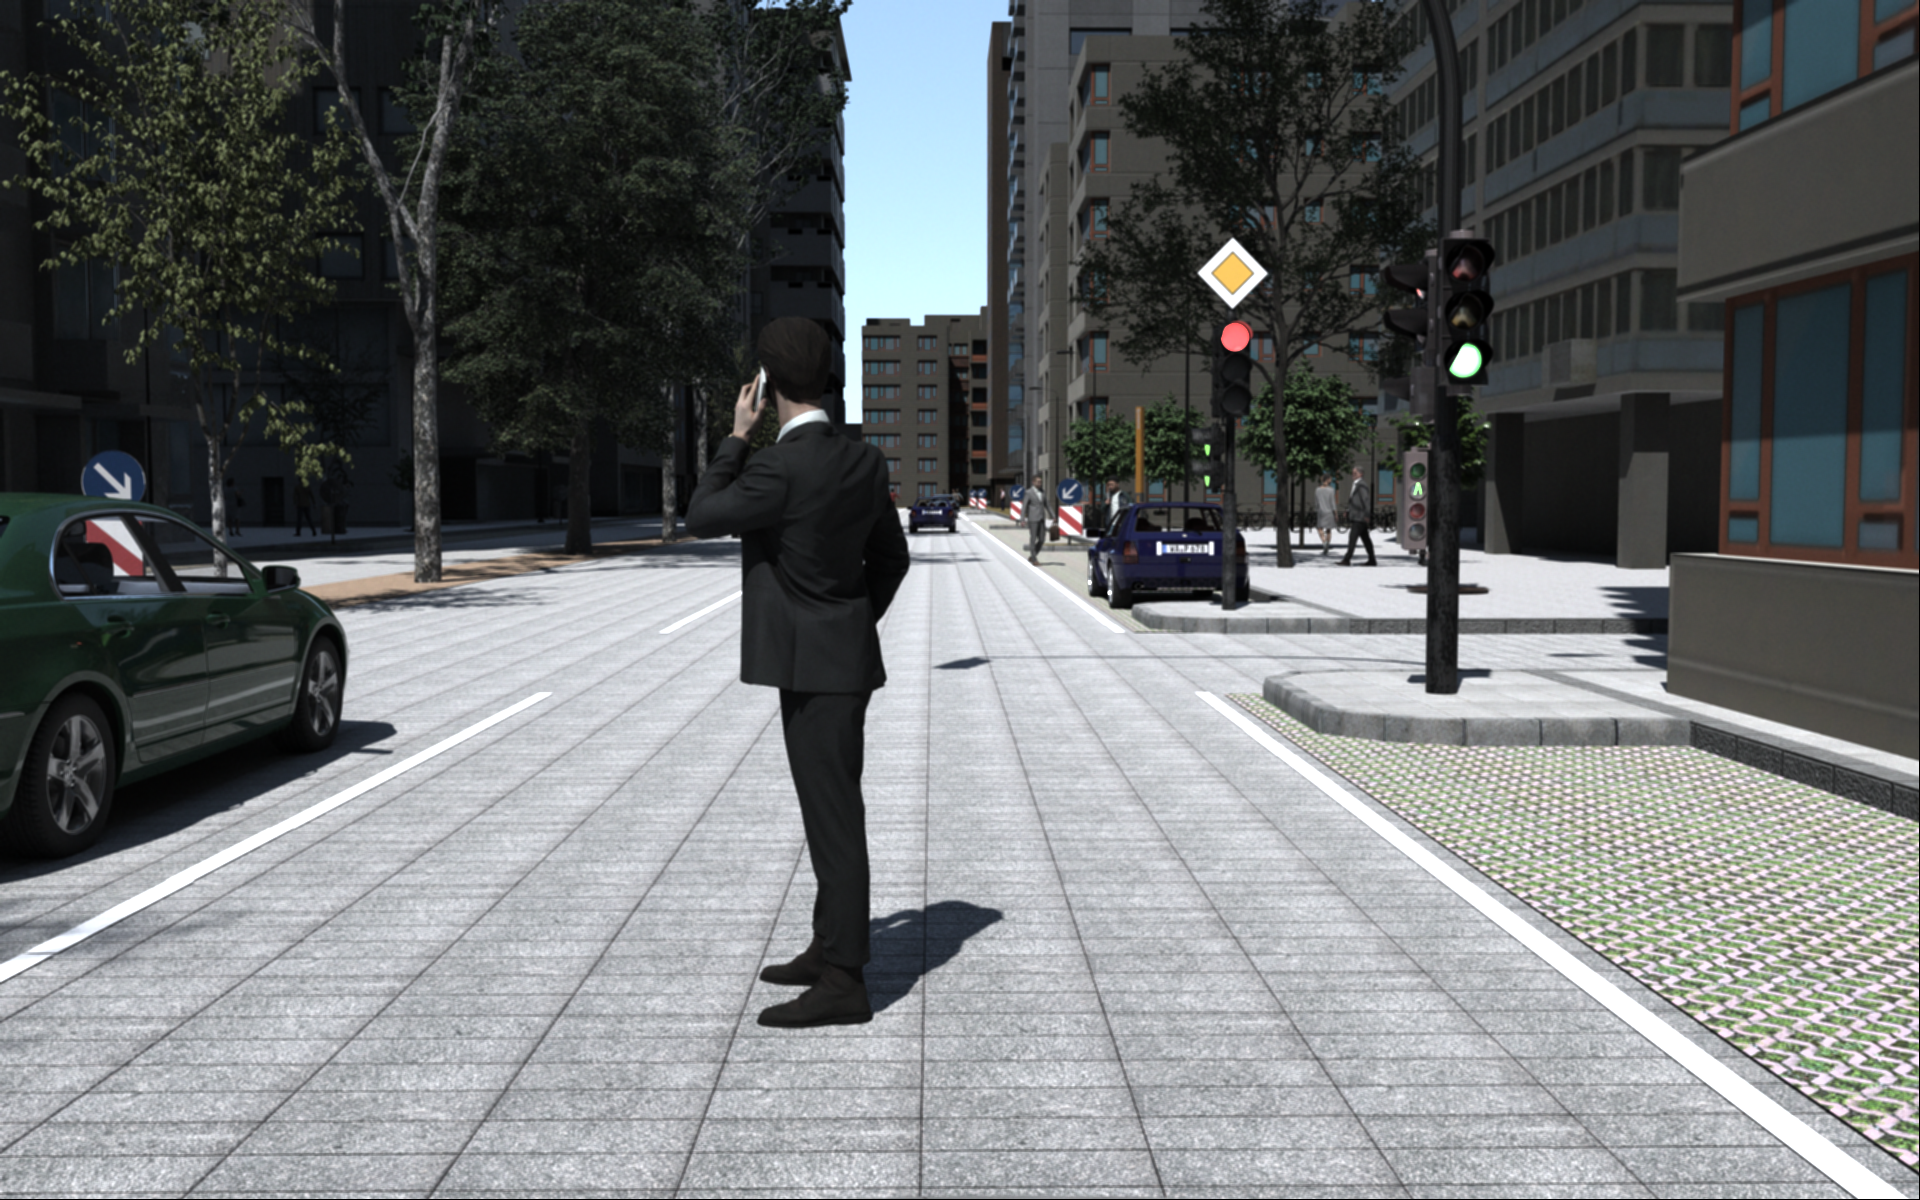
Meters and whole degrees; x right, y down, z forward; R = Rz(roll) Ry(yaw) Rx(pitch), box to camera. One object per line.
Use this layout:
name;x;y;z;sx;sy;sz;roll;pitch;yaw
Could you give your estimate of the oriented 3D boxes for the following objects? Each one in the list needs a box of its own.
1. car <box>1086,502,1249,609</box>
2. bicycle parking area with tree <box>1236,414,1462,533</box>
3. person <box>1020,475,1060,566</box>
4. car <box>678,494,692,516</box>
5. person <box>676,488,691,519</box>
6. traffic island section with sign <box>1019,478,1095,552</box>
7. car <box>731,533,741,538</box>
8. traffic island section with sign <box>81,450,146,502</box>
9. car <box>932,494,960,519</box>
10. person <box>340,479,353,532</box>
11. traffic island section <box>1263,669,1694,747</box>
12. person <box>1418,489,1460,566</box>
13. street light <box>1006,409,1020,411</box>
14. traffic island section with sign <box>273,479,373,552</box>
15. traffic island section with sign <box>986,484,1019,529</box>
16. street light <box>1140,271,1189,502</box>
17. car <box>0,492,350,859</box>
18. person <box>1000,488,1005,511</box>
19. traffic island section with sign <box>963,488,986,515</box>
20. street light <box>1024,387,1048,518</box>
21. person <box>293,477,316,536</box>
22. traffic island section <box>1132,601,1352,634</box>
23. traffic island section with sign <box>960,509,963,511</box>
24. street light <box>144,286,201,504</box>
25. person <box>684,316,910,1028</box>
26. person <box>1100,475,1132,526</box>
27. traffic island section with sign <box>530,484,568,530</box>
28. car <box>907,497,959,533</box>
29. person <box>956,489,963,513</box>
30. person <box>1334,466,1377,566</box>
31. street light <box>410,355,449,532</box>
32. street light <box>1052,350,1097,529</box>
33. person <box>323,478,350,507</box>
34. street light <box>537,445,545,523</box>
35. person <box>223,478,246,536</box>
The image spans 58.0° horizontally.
car;2.685;-0.630;22.888;1.945;1.354;3.894;0;4;-1
bicycle parking area with tree;13.009;-4.512;60.770;8.231;4.147;9.016;-2;4;-33
person;1.550;-1.581;34.462;0.709;1.813;0.853;-3;4;-37
car;-17.119;-6.253;112.016;2.009;1.686;4.222;0;4;0
person;-16.129;-5.678;101.435;1.348;1.812;0.705;1;4;23
traffic island section with sign;2.613;-2.150;43.786;1.989;1.847;2.006;0;4;-1
car;-6.678;-2.918;57.939;2.015;1.641;3.980;0;4;-2
traffic island section with sign;-8.812;-0.644;18.670;2.006;1.907;1.989;0;4;-1
car;-1.013;-5.472;101.475;2.014;1.417;4.499;0;4;-1
person;-20.741;-3.177;58.171;0.592;1.802;0.473;1;4;21
traffic island section;3.121;0.677;11.206;2.009;0.180;2.903;0;4;-1
person;8.462;-1.518;30.636;0.659;1.850;0.755;-3;5;-41
street light;3.194;-7.443;94.235;1.470;5.913;1.316;0;4;-1
traffic island section with sign;-15.908;-2.134;43.511;1.989;1.847;2.006;0;4;-1
traffic island section with sign;2.206;-3.799;70.738;1.989;1.847;2.006;0;4;-1
street light;4.189;-3.885;36.054;1.470;5.913;1.316;0;4;-1
car;-4.424;0.219;8.223;2.131;1.459;4.920;0;4;-1
person;3.210;-7.644;131.957;0.436;1.711;0.756;1;4;13
traffic island section with sign;1.425;-6.909;121.592;1.989;1.847;2.006;0;4;-1
street light;3.678;-6.276;75.161;1.470;5.913;1.316;0;4;-1
person;-19.974;-2.866;52.819;0.836;1.842;0.656;1;4;22
traffic island section;2.998;0.189;19.190;2.009;0.180;2.903;0;4;-1
traffic island section with sign;0.997;-8.609;149.388;1.989;1.847;2.006;0;4;-1
street light;-17.653;-4.055;38.840;1.470;5.913;1.316;0;4;-1
person;-0.446;0.191;4.744;0.474;1.900;0.648;1;4;17
person;2.873;-1.399;31.716;0.623;1.781;0.721;0;4;4
traffic island section with sign;-16.306;-3.782;70.463;1.989;1.847;2.006;0;4;-1
car;-1.013;-3.194;64.798;1.945;1.354;3.894;0;3;0
person;-0.214;-7.674;134.058;1.350;1.814;0.705;3;5;43
person;7.002;-1.483;30.692;0.834;1.777;0.661;0;4;-7
street light;-17.798;-5.231;58.073;1.470;5.913;1.316;0;4;-1
street light;3.808;-5.109;56.080;1.470;5.913;1.316;0;4;-1
person;-19.928;-2.987;55.156;0.850;1.792;0.678;2;4;25
street light;-18.168;-6.398;77.148;1.470;5.913;1.316;0;4;-1
person;-22.134;-2.849;52.978;0.716;1.782;0.532;1;4;9
